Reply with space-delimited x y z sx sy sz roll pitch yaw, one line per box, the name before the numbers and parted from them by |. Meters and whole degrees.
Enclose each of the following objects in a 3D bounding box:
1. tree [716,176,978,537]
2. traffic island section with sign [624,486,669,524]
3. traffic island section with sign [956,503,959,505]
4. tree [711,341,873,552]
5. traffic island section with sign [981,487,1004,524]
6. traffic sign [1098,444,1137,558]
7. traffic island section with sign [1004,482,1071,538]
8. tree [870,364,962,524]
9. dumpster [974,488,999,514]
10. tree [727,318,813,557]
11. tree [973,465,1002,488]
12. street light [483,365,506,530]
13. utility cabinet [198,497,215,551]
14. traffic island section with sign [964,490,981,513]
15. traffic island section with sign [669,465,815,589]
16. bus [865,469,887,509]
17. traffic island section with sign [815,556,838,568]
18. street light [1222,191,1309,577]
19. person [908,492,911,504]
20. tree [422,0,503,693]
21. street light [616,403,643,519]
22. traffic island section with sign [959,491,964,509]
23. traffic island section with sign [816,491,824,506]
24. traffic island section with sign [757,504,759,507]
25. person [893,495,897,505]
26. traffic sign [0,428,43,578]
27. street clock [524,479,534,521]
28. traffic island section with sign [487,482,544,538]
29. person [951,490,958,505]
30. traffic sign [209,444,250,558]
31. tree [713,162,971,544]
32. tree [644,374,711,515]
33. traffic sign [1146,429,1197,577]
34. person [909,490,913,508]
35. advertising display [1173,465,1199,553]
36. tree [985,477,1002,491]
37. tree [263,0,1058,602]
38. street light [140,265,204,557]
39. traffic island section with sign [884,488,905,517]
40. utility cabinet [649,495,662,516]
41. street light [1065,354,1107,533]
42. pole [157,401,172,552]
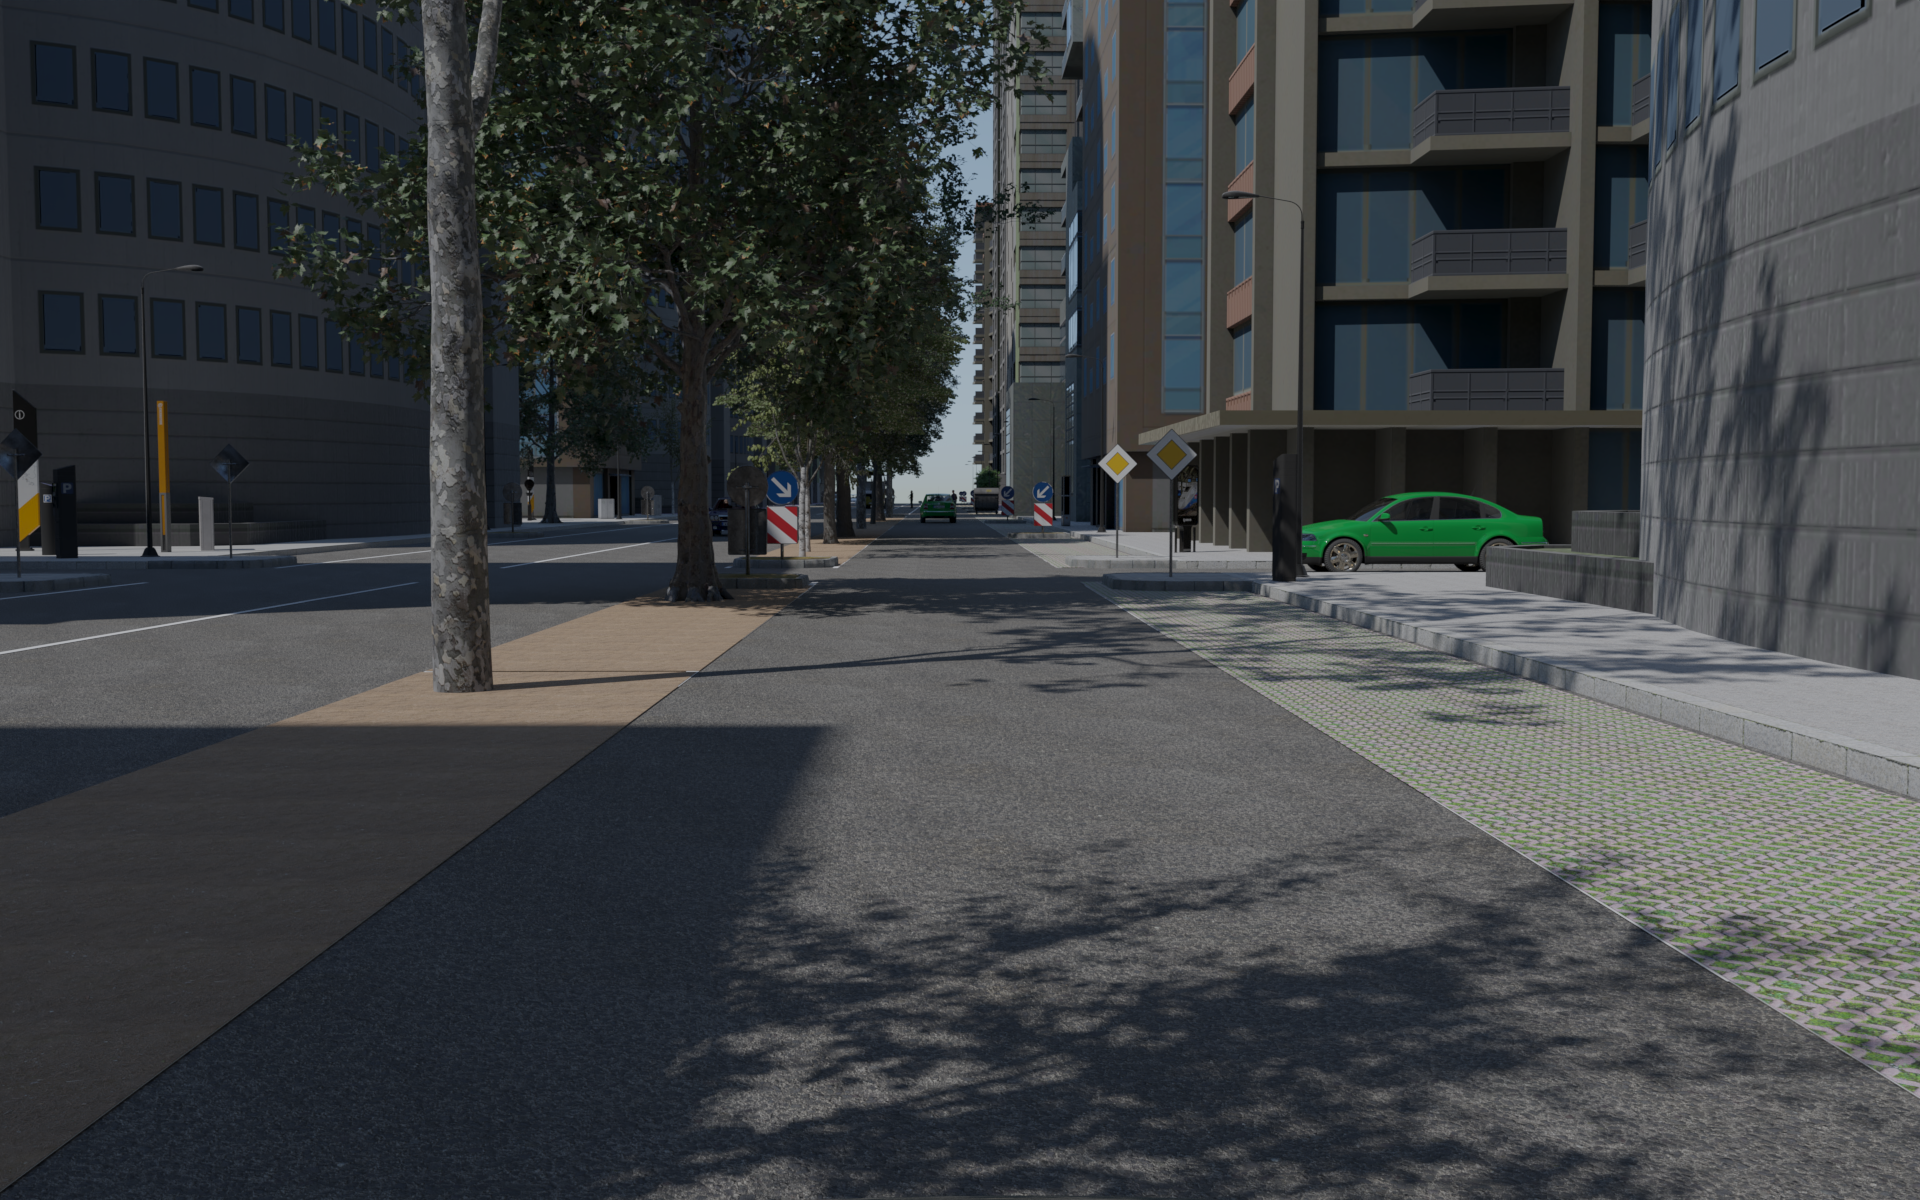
tree | -3.838 -9.066 57.339 9.857 13.997 8.962 0 3 0
traffic island section with sign | -15.240 -4.635 84.416 1.989 1.847 2.006 0 4 -1
traffic island section with sign | 0.411 -12.746 217.017 1.989 1.847 2.006 0 4 -1
tree | -3.734 -5.465 42.176 4.360 8.622 3.978 0 3 0
traffic island section with sign | 2.181 -4.621 84.174 1.989 1.847 2.006 0 4 -1
traffic sign | 3.151 -1.900 34.714 0.795 2.450 0.064 0 4 -1
traffic island section with sign | 2.561 -2.939 56.677 1.989 1.847 2.006 0 4 -1
tree | -4.169 -8.864 81.796 8.767 10.594 7.601 0 4 -1
dumpster | 1.879 -7.058 123.621 1.865 1.857 1.264 0 4 -1
tree | -3.460 -5.182 37.540 4.737 8.622 4.395 0 3 0
tree | 3.151 -13.055 197.166 4.285 4.588 4.351 0 3 0
street light | -16.317 -5.434 61.386 1.470 5.913 1.316 0 4 -1
utility cabinet | -17.224 -1.740 39.612 0.306 1.237 1.020 -2 4 -25
traffic island section with sign | 1.518 -7.707 134.631 1.989 1.847 2.006 0 4 -1
traffic island section with sign | -3.381 -1.151 26.957 2.006 1.907 1.989 0 4 -1
bus | -8.492 -11.052 172.243 2.896 3.916 12.252 0 3 0
traffic island section with sign | -3.471 -1.604 34.364 2.006 1.907 1.989 0 4 -1
street light | 4.709 -3.312 26.699 1.470 5.913 1.316 0 4 -1
person | -7.135 -14.886 251.960 0.705 1.814 1.350 -3 4 -36
tree | -2.389 -9.345 11.142 12.611 20.169 13.585 0 3 0
street light | -16.711 -7.031 87.493 1.470 5.913 1.316 0 4 -1
traffic island section with sign | 1.156 -9.355 161.584 1.989 1.847 2.006 0 4 -1
traffic island section with sign | -16.991 -12.714 216.493 1.989 1.847 2.006 0 4 -1
traffic island section with sign | -15.899 -7.688 134.329 1.989 1.847 2.006 0 4 -1
person | -8.911 -13.796 234.748 0.721 1.739 1.217 -2 4 -28
traffic sign | -14.436 -1.399 26.515 0.795 2.450 0.064 0 4 -1
street clock | -20.638 -4.798 83.021 0.471 2.002 0.358 -1 4 -15
traffic island section with sign | -14.873 -2.976 57.284 1.989 1.847 2.006 0 4 -1
person | -0.627 -7.669 134.411 0.750 1.759 0.617 -2 4 -33
traffic sign | -14.542 -1.887 34.499 0.795 2.450 0.064 0 4 -1
tree | -3.593 -7.832 48.630 7.486 12.596 7.792 0 3 0
tree | -17.579 -9.593 107.212 4.360 8.622 3.978 0 3 0
traffic sign | 3.257 -1.412 26.730 0.795 2.450 0.064 0 4 -1
person | -4.873 -10.099 173.637 0.705 1.822 1.348 -1 4 -16
advertising display | 4.966 -2.014 38.137 0.123 1.923 0.974 3 4 36
tree | 3.923 -12.199 194.047 1.663 3.219 1.824 0 3 0
tree | -3.555 -6.322 22.836 9.611 12.733 9.660 0 3 0
street light | -16.037 -3.837 35.276 1.470 5.913 1.316 0 4 -1
traffic island section with sign | -4.483 -6.199 109.496 2.006 1.907 1.989 0 4 -1
utility cabinet | -18.225 -5.659 103.692 0.306 1.237 1.020 1 4 18
street light | 4.191 -5.203 57.618 1.470 5.913 1.316 0 4 -1
pole | -17.491 -2.705 38.067 0.158 3.312 0.155 0 3 0
